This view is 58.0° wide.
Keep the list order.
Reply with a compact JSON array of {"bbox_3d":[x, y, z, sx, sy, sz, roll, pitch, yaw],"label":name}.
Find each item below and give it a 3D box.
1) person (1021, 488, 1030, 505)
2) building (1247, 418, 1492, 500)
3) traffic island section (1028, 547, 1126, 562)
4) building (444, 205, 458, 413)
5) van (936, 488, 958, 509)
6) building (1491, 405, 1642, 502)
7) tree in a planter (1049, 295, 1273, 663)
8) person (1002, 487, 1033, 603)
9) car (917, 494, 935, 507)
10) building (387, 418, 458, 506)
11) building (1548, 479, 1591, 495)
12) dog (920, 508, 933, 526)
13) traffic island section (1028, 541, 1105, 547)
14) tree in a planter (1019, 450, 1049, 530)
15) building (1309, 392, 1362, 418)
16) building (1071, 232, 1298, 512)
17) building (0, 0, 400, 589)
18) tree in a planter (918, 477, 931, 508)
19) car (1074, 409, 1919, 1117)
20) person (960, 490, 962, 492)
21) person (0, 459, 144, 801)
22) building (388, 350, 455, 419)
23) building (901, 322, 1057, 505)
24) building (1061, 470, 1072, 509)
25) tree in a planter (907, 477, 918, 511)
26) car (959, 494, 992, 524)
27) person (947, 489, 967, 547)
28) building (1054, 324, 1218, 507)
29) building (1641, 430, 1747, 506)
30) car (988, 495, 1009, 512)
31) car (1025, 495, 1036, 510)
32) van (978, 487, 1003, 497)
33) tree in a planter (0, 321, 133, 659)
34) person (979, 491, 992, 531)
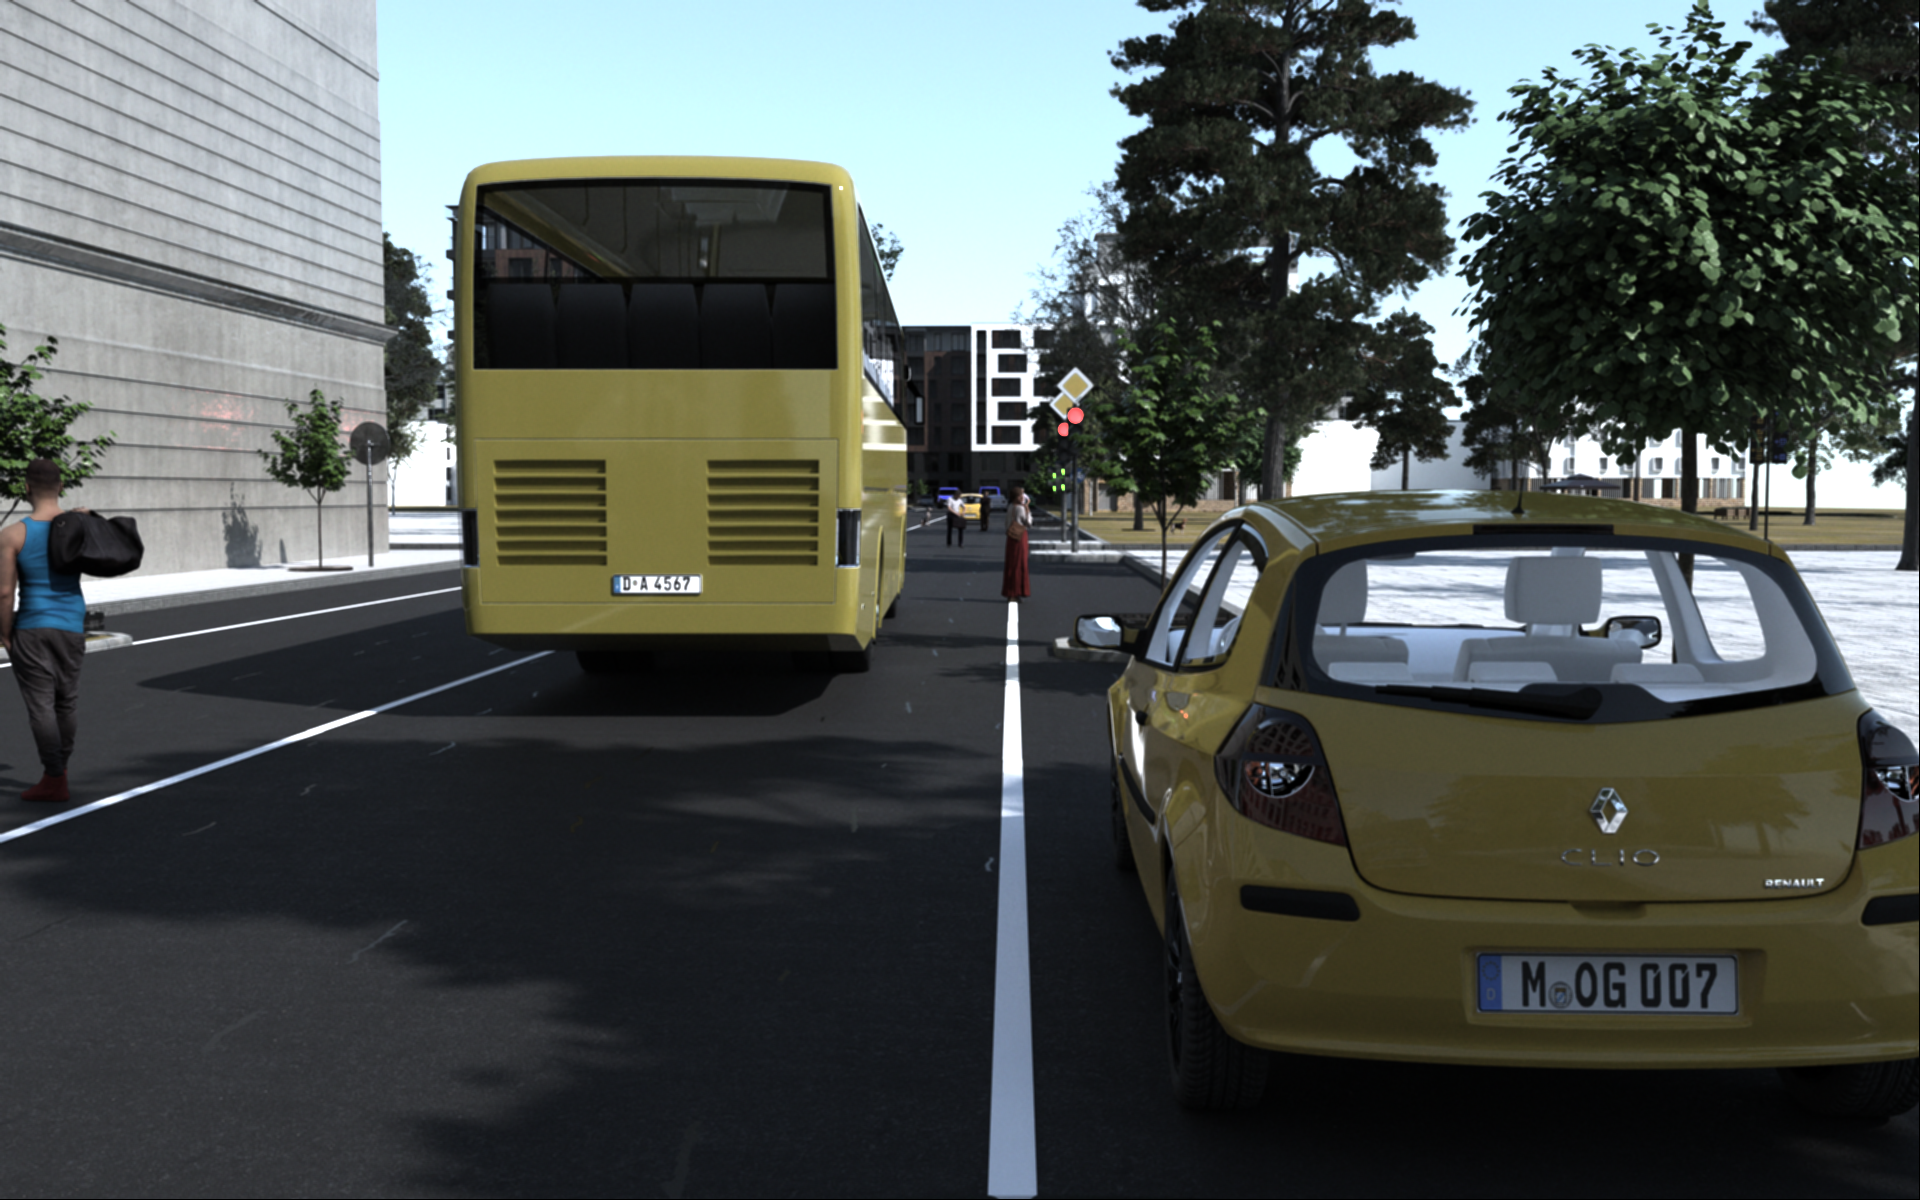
[{"bbox_3d":[2.753,-4.215,78.355,0.756,1.711,0.436,1,4,23],"label":"person"},{"bbox_3d":[44.501,-15.243,191.368,28.070,9.664,9.099,0,4,2],"label":"building"},{"bbox_3d":[2.536,-0.962,38.008,2.009,0.180,2.903,0,4,2],"label":"traffic island section"},{"bbox_3d":[-21.948,-18.023,138.652,27.936,21.610,32.646,0,4,2],"label":"building"},{"bbox_3d":[-1.098,-9.943,166.945,2.240,2.365,5.245,0,4,3],"label":"van"},{"bbox_3d":[64.532,-20.193,186.567,11.380,20.091,16.016,0,4,2],"label":"building"},{"bbox_3d":[1.844,-1.122,15.574,1.991,3.239,1.994,0,4,2],"label":"tree in a planter"},{"bbox_3d":[0.747,-0.729,22.893,0.387,1.526,0.523,-1,4,-21],"label":"person"},{"bbox_3d":[-3.720,-10.870,189.724,2.014,1.417,4.499,0,4,2],"label":"car"},{"bbox_3d":[-56.815,-15.402,193.969,28.070,9.664,9.099,0,4,2],"label":"building"},{"bbox_3d":[61.697,-16.287,208.433,28.070,9.664,9.099,0,4,2],"label":"building"},{"bbox_3d":[-1.587,-3.794,78.862,0.513,0.831,0.800,-1,4,-21],"label":"dog"},{"bbox_3d":[2.779,-1.450,45.990,2.009,0.180,2.903,0,4,2],"label":"traffic island section"},{"bbox_3d":[3.530,-4.485,70.548,1.991,3.239,1.994,0,4,2],"label":"tree in a planter"},{"bbox_3d":[31.931,-21.206,213.182,31.486,18.905,16.747,0,4,2],"label":"building"},{"bbox_3d":[16.535,-16.784,130.840,16.016,20.091,11.380,0,4,2],"label":"building"},{"bbox_3d":[-34.005,-15.469,29.333,44.131,29.872,17.030,0,4,2],"label":"building"},{"bbox_3d":[-3.980,-10.890,175.279,1.991,3.239,1.994,0,4,2],"label":"tree in a planter"},{"bbox_3d":[1.383,0.293,5.435,2.015,1.641,3.980,0,4,2],"label":"car"},{"bbox_3d":[0.024,-8.875,153.613,0.705,1.823,1.348,-1,4,-19],"label":"person"},{"bbox_3d":[-4.245,0.133,8.191,0.662,1.594,0.647,2,4,29],"label":"person"},{"bbox_3d":[-61.257,-21.423,216.723,31.486,18.905,16.747,0,4,2],"label":"building"},{"bbox_3d":[-0.420,-23.031,220.531,32.646,21.610,27.936,0,4,2],"label":"building"},{"bbox_3d":[13.653,-12.770,150.944,9.099,9.664,28.070,0,4,2],"label":"building"},{"bbox_3d":[-4.822,-9.231,148.150,1.991,3.239,1.994,0,4,2],"label":"tree in a planter"},{"bbox_3d":[0.539,-4.469,83.295,2.015,1.641,3.980,0,4,2],"label":"car"},{"bbox_3d":[-0.083,-2.193,46.572,0.614,1.554,0.590,-2,4,-28],"label":"person"},{"bbox_3d":[18.599,-19.195,180.297,16.747,18.905,31.486,0,4,2],"label":"building"},{"bbox_3d":[75.905,-20.169,186.186,11.380,20.091,16.016,0,4,2],"label":"building"},{"bbox_3d":[2.948,-7.853,140.762,2.083,1.381,4.827,0,4,3],"label":"car"},{"bbox_3d":[7.005,-11.089,190.102,1.959,1.807,4.718,0,4,3],"label":"car"},{"bbox_3d":[2.649,-9.116,153.437,2.240,2.365,5.245,0,4,2],"label":"van"},{"bbox_3d":[-8.859,-1.142,15.888,1.991,3.239,1.994,0,4,2],"label":"tree in a planter"},{"bbox_3d":[0.987,-3.450,67.184,0.482,1.546,0.388,1,4,19],"label":"person"}]
